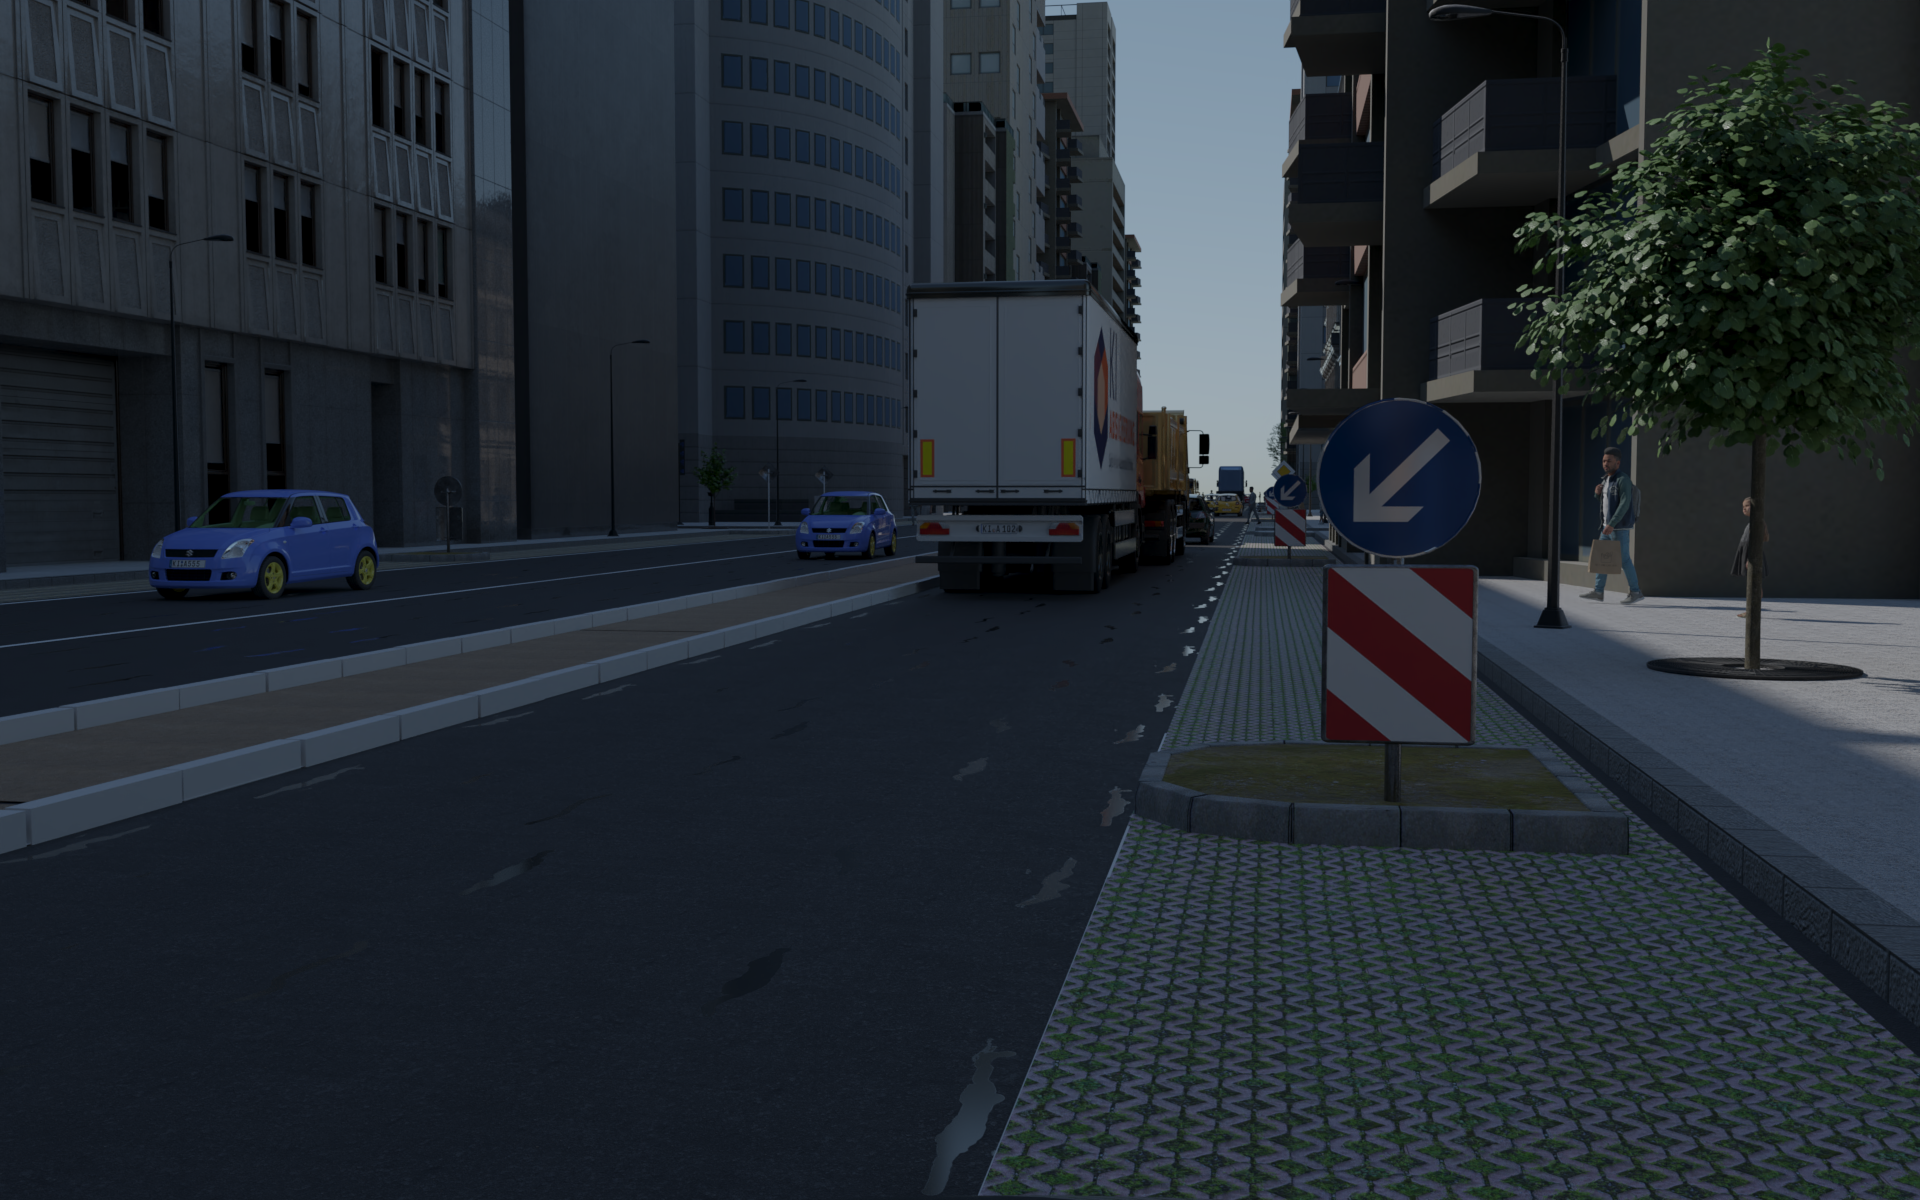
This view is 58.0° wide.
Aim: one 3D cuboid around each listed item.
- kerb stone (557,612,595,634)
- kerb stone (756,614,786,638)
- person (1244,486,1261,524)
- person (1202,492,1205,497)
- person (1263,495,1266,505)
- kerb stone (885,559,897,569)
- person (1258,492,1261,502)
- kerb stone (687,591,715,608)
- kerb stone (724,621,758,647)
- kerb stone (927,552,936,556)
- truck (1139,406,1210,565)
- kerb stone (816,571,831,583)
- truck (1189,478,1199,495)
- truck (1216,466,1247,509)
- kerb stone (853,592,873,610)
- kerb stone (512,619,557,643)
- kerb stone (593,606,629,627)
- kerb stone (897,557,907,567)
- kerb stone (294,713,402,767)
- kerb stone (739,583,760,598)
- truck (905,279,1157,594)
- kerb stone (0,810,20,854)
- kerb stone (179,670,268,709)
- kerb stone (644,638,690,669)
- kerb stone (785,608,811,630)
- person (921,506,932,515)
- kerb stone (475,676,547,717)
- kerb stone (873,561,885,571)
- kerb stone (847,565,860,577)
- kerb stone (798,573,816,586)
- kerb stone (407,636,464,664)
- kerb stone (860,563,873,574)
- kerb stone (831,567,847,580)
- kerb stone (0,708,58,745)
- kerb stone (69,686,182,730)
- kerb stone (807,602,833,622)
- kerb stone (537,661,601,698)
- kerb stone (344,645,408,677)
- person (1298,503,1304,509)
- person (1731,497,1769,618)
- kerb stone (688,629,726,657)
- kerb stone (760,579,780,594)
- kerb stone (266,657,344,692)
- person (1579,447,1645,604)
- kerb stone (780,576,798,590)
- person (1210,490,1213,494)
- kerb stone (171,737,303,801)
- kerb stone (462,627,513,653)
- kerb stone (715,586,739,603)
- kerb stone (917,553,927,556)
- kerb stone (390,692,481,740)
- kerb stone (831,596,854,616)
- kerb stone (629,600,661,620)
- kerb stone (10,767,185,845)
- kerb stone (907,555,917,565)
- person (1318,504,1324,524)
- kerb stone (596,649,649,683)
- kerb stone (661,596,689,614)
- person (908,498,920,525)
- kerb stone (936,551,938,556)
[{"bbox_3d":[-4.072,0.260,18.009,0.120,0.150,1.000,1,4,10],"label":"kerb stone"},{"bbox_3d":[-1.994,0.277,17.676,0.120,0.150,1.000,1,4,10],"label":"kerb stone"},{"bbox_3d":[13.753,-4.439,81.356,0.850,1.792,0.678,-1,4,-16],"label":"person"},{"bbox_3d":[36.899,-15.495,262.548,0.721,1.736,1.217,-3,4,-38],"label":"person"},{"bbox_3d":[41.864,-13.984,237.148,0.705,1.823,1.348,-1,4,-15],"label":"person"},{"bbox_3d":[-1.426,-0.671,33.161,0.120,0.150,1.000,1,4,10],"label":"kerb stone"},{"bbox_3d":[50.023,-17.156,289.028,0.705,1.821,1.348,1,4,22],"label":"person"},{"bbox_3d":[-3.368,0.009,22.043,0.120,0.150,1.000,1,4,10],"label":"kerb stone"},{"bbox_3d":[-2.169,0.339,16.658,0.120,0.150,1.000,1,4,10],"label":"kerb stone"},{"bbox_3d":[-0.720,-0.918,37.210,0.120,0.150,1.000,1,4,10],"label":"kerb stone"},{"bbox_3d":[3.706,-2.623,38.812,3.469,3.379,9.791,1,4,10],"label":"truck"},{"bbox_3d":[-2.314,-0.361,28.098,0.120,0.150,1.000,1,4,10],"label":"kerb stone"},{"bbox_3d":[27.798,-13.270,212.893,3.469,3.379,9.791,1,4,11],"label":"truck"},{"bbox_3d":[24.819,-10.418,160.099,2.967,4.110,18.799,1,4,11],"label":"truck"},{"bbox_3d":[-1.289,0.029,21.720,0.120,0.150,1.000,1,4,10],"label":"kerb stone"},{"bbox_3d":[-4.243,0.318,17.000,0.120,0.150,1.000,1,4,10],"label":"kerb stone"},{"bbox_3d":[-3.897,0.194,19.016,0.120,0.150,1.000,1,4,10],"label":"kerb stone"},{"bbox_3d":[-1.248,-0.732,34.175,0.120,0.150,1.000,1,4,10],"label":"kerb stone"},{"bbox_3d":[-3.403,0.775,9.581,0.120,0.150,1.000,1,4,10],"label":"kerb stone"},{"bbox_3d":[-3.013,-0.114,24.057,0.120,0.150,1.000,1,4,10],"label":"kerb stone"},{"bbox_3d":[1.494,-2.413,28.361,2.839,4.237,11.283,1,4,10],"label":"truck"},{"bbox_3d":[-3.939,0.960,6.554,0.120,0.150,1.000,1,4,10],"label":"kerb stone"},{"bbox_3d":[-5.132,0.630,11.956,0.120,0.150,1.000,1,4,10],"label":"kerb stone"},{"bbox_3d":[-2.524,0.462,14.637,0.120,0.150,1.000,1,4,10],"label":"kerb stone"},{"bbox_3d":[-1.823,0.219,18.686,0.120,0.150,1.000,1,4,10],"label":"kerb stone"},{"bbox_3d":[-1.231,-3.185,61.138,0.480,1.755,0.524,1,4,22],"label":"person"},{"bbox_3d":[-3.044,0.652,11.603,0.120,0.150,1.000,1,4,10],"label":"kerb stone"},{"bbox_3d":[-1.604,-0.606,32.149,0.120,0.150,1.000,1,4,10],"label":"kerb stone"},{"bbox_3d":[-1.961,-0.484,30.120,0.120,0.150,1.000,1,4,10],"label":"kerb stone"},{"bbox_3d":[-2.484,-0.298,27.085,0.120,0.150,1.000,1,4,10],"label":"kerb stone"},{"bbox_3d":[-4.601,0.441,14.983,0.120,0.150,1.000,1,4,10],"label":"kerb stone"},{"bbox_3d":[-1.784,-0.547,31.143,0.120,0.150,1.000,1,4,10],"label":"kerb stone"},{"bbox_3d":[-2.126,-0.418,29.103,0.120,0.150,1.000,1,4,10],"label":"kerb stone"},{"bbox_3d":[-5.476,0.754,9.940,0.120,0.150,1.000,1,4,10],"label":"kerb stone"},{"bbox_3d":[-5.299,0.688,10.947,0.120,0.150,1.000,1,4,10],"label":"kerb stone"},{"bbox_3d":[-1.653,0.154,19.697,0.120,0.150,1.000,1,4,10],"label":"kerb stone"},{"bbox_3d":[-2.881,0.590,12.618,0.120,0.150,1.000,1,4,10],"label":"kerb stone"},{"bbox_3d":[-4.771,0.506,13.975,0.120,0.150,1.000,1,4,10],"label":"kerb stone"},{"bbox_3d":[21.462,-6.289,109.361,0.515,1.767,0.782,0,4,4],"label":"person"},{"bbox_3d":[8.167,-0.440,17.903,0.373,1.253,0.362,1,4,19],"label":"person"},{"bbox_3d":[-2.345,0.400,15.649,0.120,0.150,1.000,1,4,10],"label":"kerb stone"},{"bbox_3d":[-2.835,-0.172,25.071,0.120,0.150,1.000,1,4,10],"label":"kerb stone"},{"bbox_3d":[-4.948,0.564,12.967,0.120,0.150,1.000,1,4,10],"label":"kerb stone"},{"bbox_3d":[7.598,-0.862,20.124,0.713,1.824,0.794,1,4,15],"label":"person"},{"bbox_3d":[-2.670,-0.238,26.080,0.120,0.150,1.000,1,4,10],"label":"kerb stone"},{"bbox_3d":[26.755,-10.766,184.161,1.348,1.869,0.705,0,4,2],"label":"person"},{"bbox_3d":[-3.592,0.835,8.572,0.120,0.150,1.000,1,4,10],"label":"kerb stone"},{"bbox_3d":[-4.423,0.382,15.994,0.120,0.150,1.000,1,4,10],"label":"kerb stone"},{"bbox_3d":[-3.187,-0.052,23.049,0.120,0.150,1.000,1,4,10],"label":"kerb stone"},{"bbox_3d":[-0.898,-0.852,36.198,0.120,0.150,1.000,1,4,10],"label":"kerb stone"},{"bbox_3d":[-3.228,0.714,10.596,0.120,0.150,1.000,1,4,10],"label":"kerb stone"},{"bbox_3d":[-1.468,0.091,20.714,0.120,0.150,1.000,1,4,10],"label":"kerb stone"},{"bbox_3d":[-3.714,0.134,20.021,0.120,0.150,1.000,1,4,10],"label":"kerb stone"},{"bbox_3d":[-3.759,0.895,7.563,0.120,0.150,1.000,1,4,10],"label":"kerb stone"},{"bbox_3d":[-1.080,-0.792,35.185,0.120,0.150,1.000,1,4,10],"label":"kerb stone"},{"bbox_3d":[15.273,-3.820,73.190,0.352,1.250,0.332,3,4,38],"label":"person"},{"bbox_3d":[-2.698,0.524,13.630,0.120,0.150,1.000,1,4,10],"label":"kerb stone"},{"bbox_3d":[-3.542,0.074,21.029,0.120,0.150,1.000,1,4,10],"label":"kerb stone"},{"bbox_3d":[-2.064,-4.333,79.443,0.635,1.810,0.391,0,4,3],"label":"person"},{"bbox_3d":[-0.542,-0.980,38.219,0.120,0.150,1.000,1,4,10],"label":"kerb stone"}]
